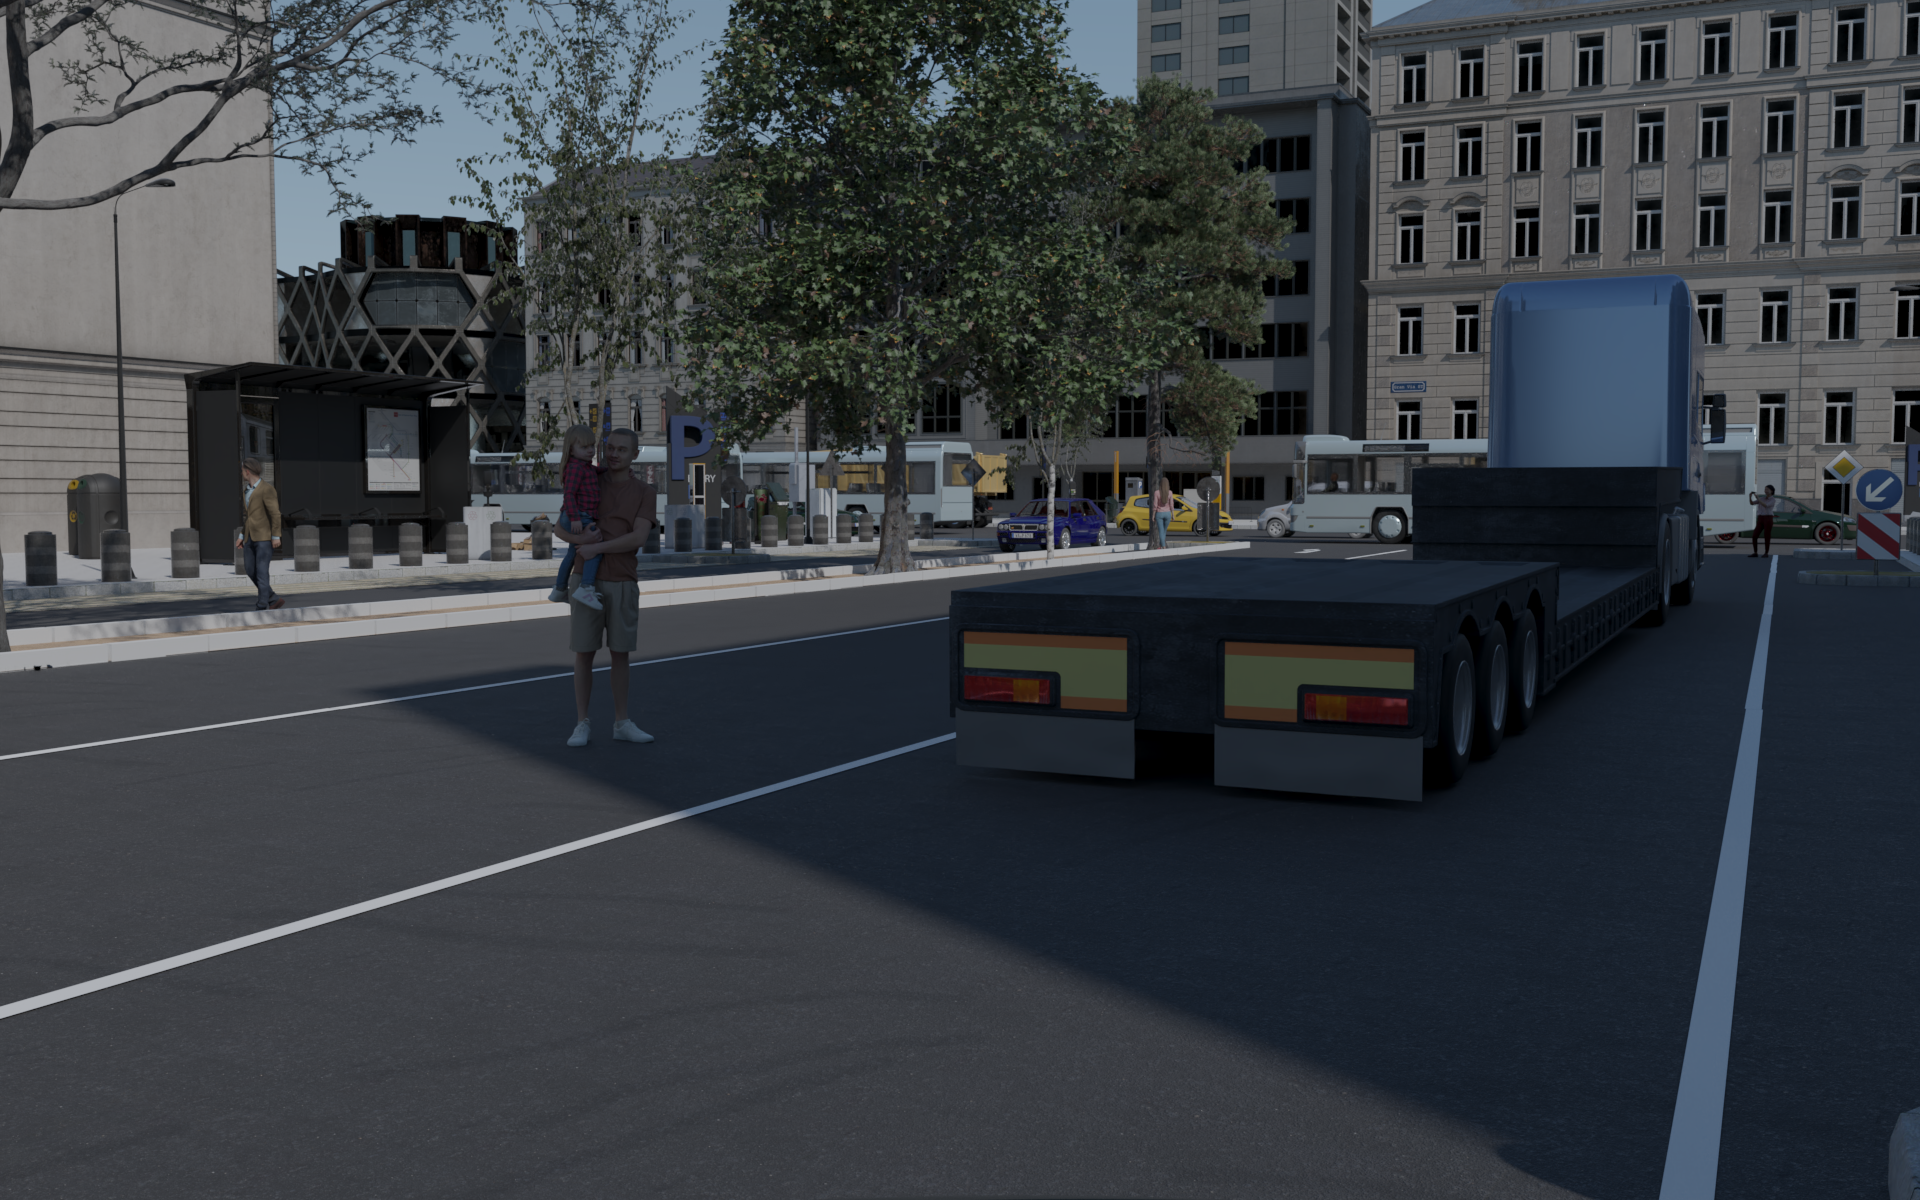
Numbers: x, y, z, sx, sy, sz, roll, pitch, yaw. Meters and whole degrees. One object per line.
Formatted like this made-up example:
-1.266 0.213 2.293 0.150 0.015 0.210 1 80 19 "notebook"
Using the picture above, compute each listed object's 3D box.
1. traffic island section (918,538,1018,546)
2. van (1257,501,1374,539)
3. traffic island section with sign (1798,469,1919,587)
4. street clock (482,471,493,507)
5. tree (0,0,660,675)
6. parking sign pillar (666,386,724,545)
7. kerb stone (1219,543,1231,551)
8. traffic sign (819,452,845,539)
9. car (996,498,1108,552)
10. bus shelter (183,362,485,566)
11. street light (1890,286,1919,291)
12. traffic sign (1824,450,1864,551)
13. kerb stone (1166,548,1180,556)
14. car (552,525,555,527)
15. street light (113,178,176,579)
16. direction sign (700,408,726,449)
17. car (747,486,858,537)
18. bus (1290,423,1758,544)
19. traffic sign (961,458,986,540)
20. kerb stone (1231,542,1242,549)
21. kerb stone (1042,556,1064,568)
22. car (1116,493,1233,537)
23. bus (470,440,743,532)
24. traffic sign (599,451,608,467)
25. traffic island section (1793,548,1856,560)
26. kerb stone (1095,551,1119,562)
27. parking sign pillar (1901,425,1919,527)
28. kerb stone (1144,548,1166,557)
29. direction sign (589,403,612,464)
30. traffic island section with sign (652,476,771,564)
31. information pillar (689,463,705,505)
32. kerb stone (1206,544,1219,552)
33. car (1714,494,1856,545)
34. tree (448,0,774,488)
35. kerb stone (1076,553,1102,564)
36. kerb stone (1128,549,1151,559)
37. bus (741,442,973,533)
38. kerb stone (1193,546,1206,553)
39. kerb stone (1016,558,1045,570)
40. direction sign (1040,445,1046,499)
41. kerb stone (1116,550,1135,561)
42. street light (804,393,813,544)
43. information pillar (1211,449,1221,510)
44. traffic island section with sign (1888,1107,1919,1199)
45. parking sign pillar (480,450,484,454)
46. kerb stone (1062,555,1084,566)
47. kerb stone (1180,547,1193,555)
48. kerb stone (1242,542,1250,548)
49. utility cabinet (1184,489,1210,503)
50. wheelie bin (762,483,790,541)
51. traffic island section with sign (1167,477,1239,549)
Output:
0.344 -1.612 48.641 2.009 0.180 2.903 2 4 25 "traffic island section"
11.832 -3.049 56.857 4.112 2.044 2.013 2 4 25 "van"
14.595 -1.174 27.831 1.989 1.847 2.006 2 4 25 "traffic island section with sign"
-14.993 -3.086 55.024 0.358 2.002 0.471 -1 4 -17 "street clock"
-8.025 -6.169 13.690 12.009 13.543 11.850 0 3 0 "tree"
-6.642 -3.347 43.200 1.447 3.967 1.447 -1 4 -17 "parking sign pillar"
6.617 -1.337 44.074 0.120 0.150 1.000 2 4 25 "kerb stone"
-3.681 -3.034 49.601 0.884 2.594 0.081 2 4 31 "traffic sign"
2.350 -1.907 43.758 1.945 1.354 3.894 2 4 26 "car"
-12.034 -2.608 33.922 1.731 3.624 6.357 2 4 25 "bus shelter"
21.387 -4.036 38.538 1.470 5.913 1.316 2 4 25 "street light"
20.000 -2.177 39.238 0.795 2.450 0.064 2 4 25 "traffic sign"
4.846 -1.112 40.369 0.120 0.150 1.000 2 4 25 "kerb stone"
-16.814 -3.859 74.893 4.920 1.459 2.131 2 4 27 "car"
-12.160 -3.260 25.844 1.470 5.913 1.316 2 4 25 "street light"
-6.544 -3.275 45.545 0.876 3.537 0.379 -1 4 -19 "direction sign"
-5.022 -2.745 54.666 4.222 1.686 2.009 2 4 24 "car"
15.305 -3.319 49.133 13.247 3.499 2.948 2 4 26 "bus"
0.368 -2.748 48.569 0.795 2.450 0.064 2 4 25 "traffic sign"
7.053 -1.395 45.003 0.120 0.150 1.000 2 4 25 "kerb stone"
1.750 -0.710 33.865 0.120 0.150 1.000 2 4 25 "kerb stone"
7.371 -3.008 59.398 3.980 1.641 2.015 2 4 24 "car"
-14.483 -4.289 64.991 13.247 3.499 2.948 2 4 25 "bus"
-7.626 -2.331 38.110 0.884 2.594 0.081 2 4 26 "traffic sign"
20.025 -1.041 39.304 2.009 0.180 2.903 2 4 25 "traffic island section"
3.088 -0.885 36.659 0.120 0.150 1.000 2 4 25 "kerb stone"
37.684 -4.847 67.714 1.447 3.967 1.447 1 4 20 "parking sign pillar"
4.407 -1.055 39.439 0.120 0.150 1.000 2 4 25 "kerb stone"
-8.968 -3.135 43.256 0.876 3.537 0.379 3 5 41 "direction sign"
-5.081 -1.701 36.433 1.989 1.847 2.006 2 4 25 "traffic island section with sign"
-6.309 -2.271 41.622 0.304 2.012 0.304 -2 4 -27 "information pillar"
6.176 -1.282 43.148 0.120 0.150 1.000 2 4 25 "kerb stone"
23.521 -2.443 49.732 4.222 1.686 2.009 2 4 24 "car"
-4.671 -4.253 22.353 4.360 8.622 3.978 0 3 0 "tree"
2.638 -0.823 35.738 0.120 0.150 1.000 2 4 25 "kerb stone"
3.967 -0.998 38.513 0.120 0.150 1.000 2 4 25 "kerb stone"
-5.951 -4.262 64.549 13.247 3.499 2.948 2 4 27 "bus"
5.731 -1.225 42.224 0.120 0.150 1.000 2 4 25 "kerb stone"
1.312 -0.657 32.937 0.120 0.150 1.000 2 4 25 "kerb stone"
3.867 -5.428 80.752 0.379 3.537 0.876 -1 4 -16 "direction sign"
3.521 -0.942 37.589 0.120 0.150 1.000 2 4 25 "kerb stone"
-3.409 -4.373 44.045 1.470 5.913 1.316 2 4 25 "street light"
11.775 -5.398 79.611 0.504 3.616 0.183 3 5 42 "information pillar"
2.642 0.361 2.731 1.989 1.847 2.006 2 4 25 "traffic island section with sign"
-28.612 -7.104 104.628 1.447 3.967 1.447 3 4 36 "parking sign pillar"
2.199 -0.771 34.795 0.120 0.150 1.000 2 4 25 "kerb stone"
5.294 -1.167 41.292 0.120 0.150 1.000 2 4 25 "kerb stone"
7.491 -1.452 45.931 0.120 0.150 1.000 2 4 25 "kerb stone"
10.941 -4.362 79.998 1.173 1.500 0.318 1 4 18 "utility cabinet"
-5.148 -2.426 47.581 0.693 1.594 0.980 2 4 28 "wheelie bin"
6.409 -2.318 46.030 2.006 1.907 1.989 2 4 25 "traffic island section with sign"
